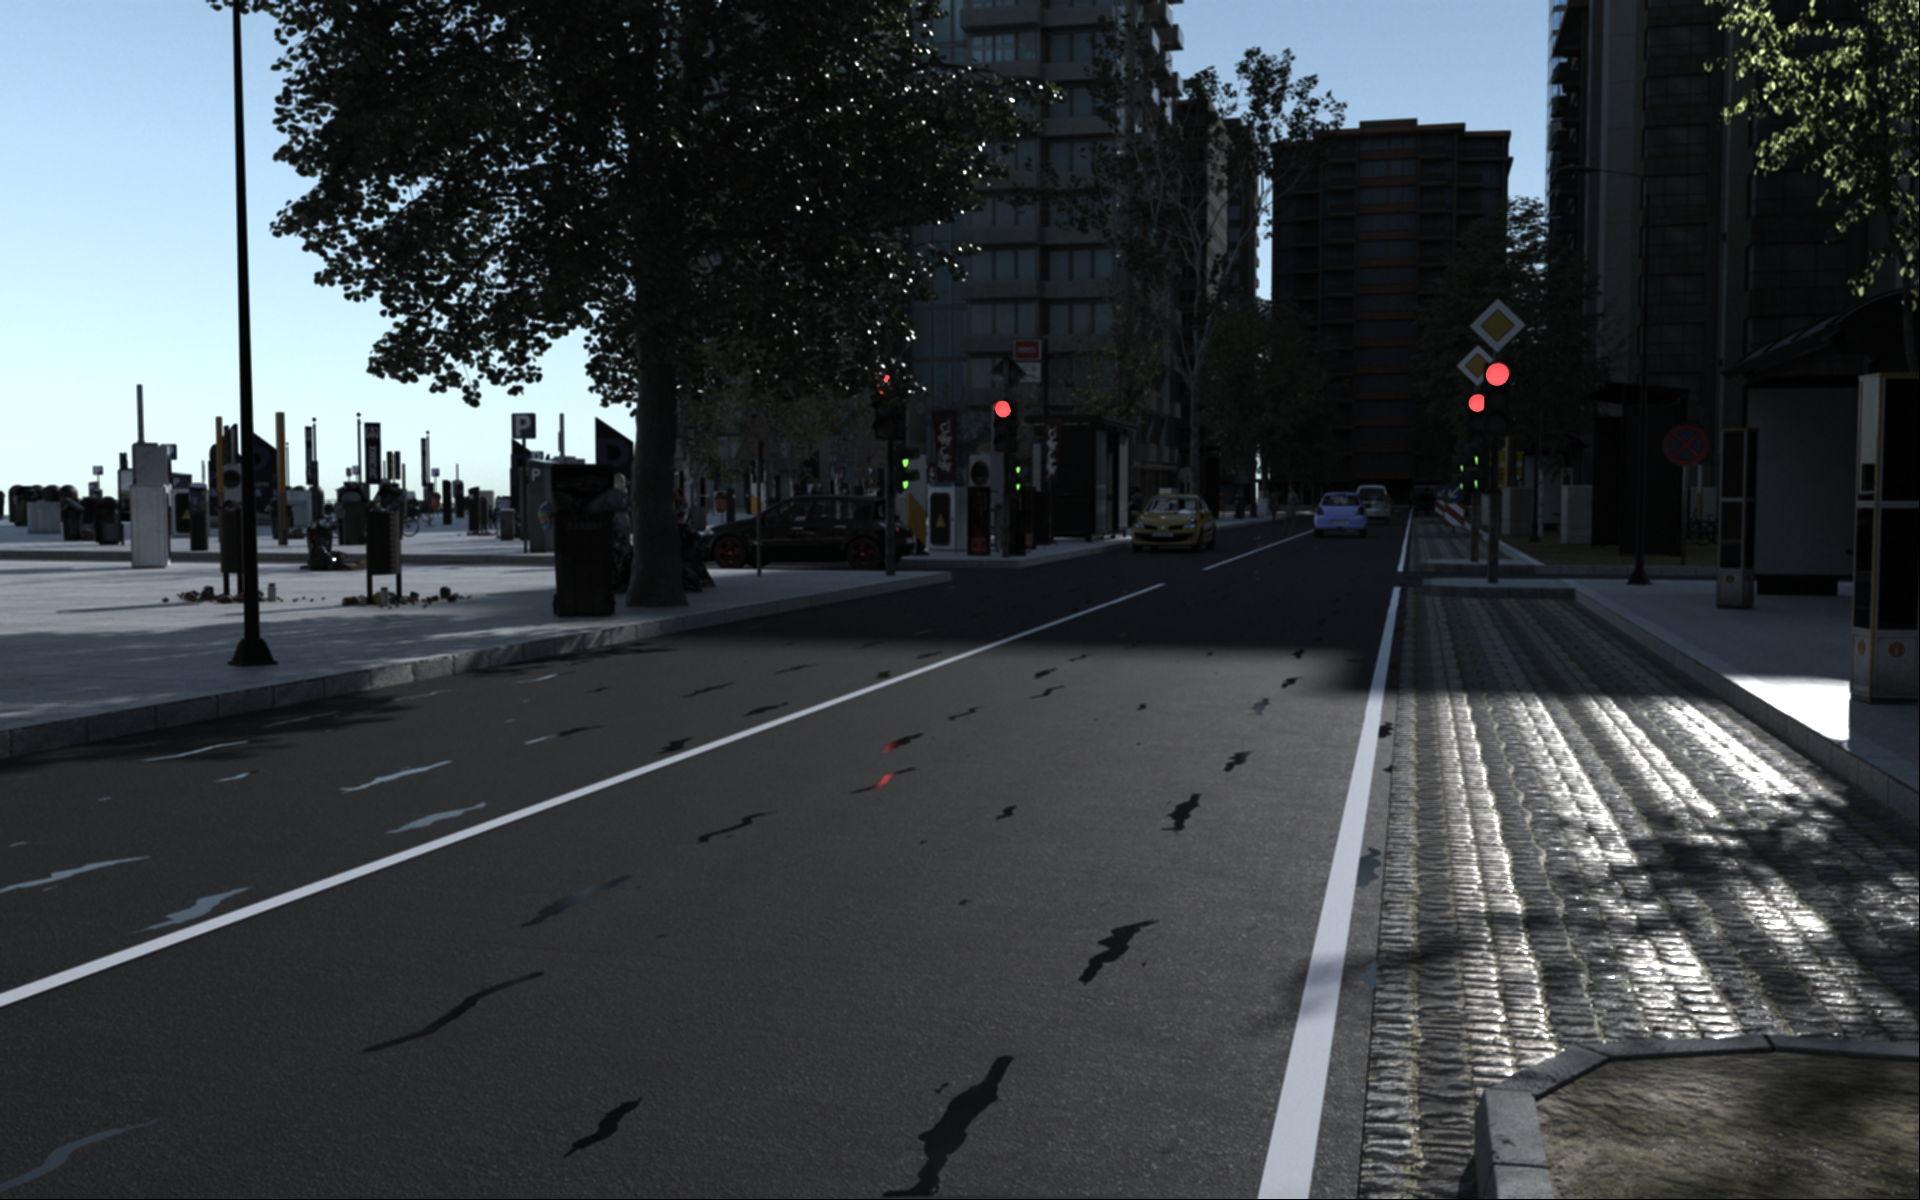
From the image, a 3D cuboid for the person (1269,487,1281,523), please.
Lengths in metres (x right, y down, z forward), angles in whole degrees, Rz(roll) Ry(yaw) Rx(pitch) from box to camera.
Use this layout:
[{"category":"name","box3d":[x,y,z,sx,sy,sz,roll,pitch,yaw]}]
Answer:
[{"category":"person","box3d":[15.329,-4.633,84.499,0.600,1.795,0.529,1,4,23]}]

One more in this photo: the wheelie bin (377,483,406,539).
[{"category":"wheelie bin","box3d":[-16.063,-2.506,48.883,0.693,1.594,0.980,1,4,18]}]

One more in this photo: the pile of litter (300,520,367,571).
[{"category":"pile of litter","box3d":[-10.668,-0.952,29.535,1.176,0.858,1.719,-1,4,-14]}]

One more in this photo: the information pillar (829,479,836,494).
[{"category":"information pillar","box3d":[-6.105,-4.825,83.386,0.304,2.012,0.304,1,4,16]}]

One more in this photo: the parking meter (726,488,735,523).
[{"category":"parking meter","box3d":[-9.498,-3.875,71.768,0.372,1.533,0.369,0,3,0]}]

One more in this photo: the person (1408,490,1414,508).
[{"category":"person","box3d":[46.448,-10.376,178.244,0.705,1.812,1.348,3,5,41]}]

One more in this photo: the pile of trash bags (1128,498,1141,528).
[{"category":"pile of trash bags","box3d":[6.235,-3.527,67.415,1.912,1.369,3.447,0,4,7]}]

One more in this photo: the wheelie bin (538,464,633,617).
[{"category":"wheelie bin","box3d":[-3.939,-0.633,18.254,0.980,1.594,0.693,-1,4,-13]}]

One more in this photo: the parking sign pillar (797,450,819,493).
[{"category":"parking sign pillar","box3d":[-9.229,-7.150,105.368,1.447,3.967,1.447,-3,4,-36]}]

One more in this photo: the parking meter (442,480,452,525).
[{"category":"parking meter","box3d":[-21.595,-4.112,72.938,0.255,1.863,0.399,0,4,4]}]

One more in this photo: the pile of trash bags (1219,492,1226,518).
[{"category":"pile of trash bags","box3d":[13.202,-5.154,94.013,1.912,1.369,3.447,-2,4,-32]}]

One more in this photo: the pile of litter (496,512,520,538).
[{"category":"pile of litter","box3d":[-12.947,-2.250,50.758,1.176,0.858,1.719,-2,4,-32]}]

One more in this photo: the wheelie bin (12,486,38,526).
[{"category":"wheelie bin","box3d":[-37.356,-3.755,69.303,0.693,1.594,0.980,1,4,16]}]

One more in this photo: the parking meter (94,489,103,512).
[{"category":"parking meter","box3d":[-40.531,-4.469,81.474,0.372,1.533,0.369,0,3,0]}]

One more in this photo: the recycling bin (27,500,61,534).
[{"category":"recycling bin","box3d":[-29.971,-2.698,56.668,0.722,1.027,0.722,1,4,17]}]

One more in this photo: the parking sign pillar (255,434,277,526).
[{"category":"parking sign pillar","box3d":[-28.656,-5.045,70.956,1.447,3.967,1.447,1,4,11]}]

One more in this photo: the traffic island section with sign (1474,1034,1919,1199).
[{"category":"traffic island section with sign","box3d":[1.963,0.343,3.019,1.989,1.847,2.006,1,4,15]}]

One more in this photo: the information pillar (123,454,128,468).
[{"category":"information pillar","box3d":[-48.559,-6.691,100.754,0.504,3.616,0.183,3,4,37]}]

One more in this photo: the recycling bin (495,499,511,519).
[{"category":"recycling bin","box3d":[-23.605,-4.721,89.746,0.722,1.027,0.722,1,4,14]}]

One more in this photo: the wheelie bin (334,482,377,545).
[{"category":"wheelie bin","box3d":[-15.371,-2.191,43.732,0.980,1.594,0.693,3,5,44]}]

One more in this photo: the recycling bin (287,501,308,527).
[{"category":"recycling bin","box3d":[-25.817,-3.353,67.382,0.722,1.027,0.722,-2,4,-29]}]

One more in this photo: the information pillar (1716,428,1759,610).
[{"category":"information pillar","box3d":[8.691,-0.910,19.368,0.304,2.012,0.304,-3,5,-43]}]

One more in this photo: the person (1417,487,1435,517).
[{"category":"person","box3d":[29.406,-6.175,109.089,1.348,1.869,0.705,-1,4,-18]}]

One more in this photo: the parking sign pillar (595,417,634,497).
[{"category":"parking sign pillar","box3d":[-12.031,-4.401,60.429,1.447,3.967,1.447,-1,4,-15]}]

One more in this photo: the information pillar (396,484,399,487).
[{"category":"information pillar","box3d":[-39.660,-7.189,122.033,0.304,2.012,0.304,-1,4,-9]}]

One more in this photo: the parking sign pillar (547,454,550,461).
[{"category":"parking sign pillar","box3d":[-27.883,-7.804,116.062,1.447,3.967,1.447,0,4,5]}]

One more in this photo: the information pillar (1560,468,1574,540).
[{"category":"information pillar","box3d":[17.061,-2.704,48.709,0.304,2.012,0.304,2,4,23]}]

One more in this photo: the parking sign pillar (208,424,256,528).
[{"category":"parking sign pillar","box3d":[-27.955,-4.727,65.764,1.447,3.967,1.447,1,4,11]}]

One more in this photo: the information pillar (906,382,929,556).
[{"category":"information pillar","box3d":[-0.900,-2.739,36.139,0.504,3.616,0.183,-3,5,-41]}]

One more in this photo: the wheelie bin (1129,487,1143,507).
[{"category":"wheelie bin","box3d":[7.280,-3.998,73.282,0.980,1.594,0.693,2,4,24]}]

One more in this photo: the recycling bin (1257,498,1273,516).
[{"category":"recycling bin","box3d":[18.327,-5.596,104.053,0.722,1.027,0.722,3,5,43]}]

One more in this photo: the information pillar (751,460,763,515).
[{"category":"information pillar","box3d":[-8.122,-4.770,69.336,0.504,3.616,0.183,0,4,0]}]

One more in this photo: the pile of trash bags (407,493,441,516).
[{"category":"pile of trash bags","box3d":[-31.596,-5.515,99.917,3.447,1.369,1.912,0,4,7]}]

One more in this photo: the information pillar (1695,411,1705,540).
[{"category":"information pillar","box3d":[20.776,-3.500,48.579,0.183,3.616,0.504,2,4,30]}]

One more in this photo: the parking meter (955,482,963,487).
[{"category":"parking meter","box3d":[-0.059,-5.004,87.521,0.399,1.863,0.255,3,5,41]}]

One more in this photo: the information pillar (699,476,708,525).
[{"category":"information pillar","box3d":[-10.621,-4.111,71.705,0.304,2.012,0.304,0,4,3]}]

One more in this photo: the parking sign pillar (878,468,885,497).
[{"category":"parking sign pillar","box3d":[-4.310,-6.759,98.979,1.447,3.967,1.447,1,4,12]}]

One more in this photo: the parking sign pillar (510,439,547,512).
[{"category":"parking sign pillar","box3d":[-21.119,-5.843,84.007,1.447,3.967,1.447,0,4,7]}]

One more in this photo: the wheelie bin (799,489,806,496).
[{"category":"wheelie bin","box3d":[-9.379,-5.723,101.486,0.980,1.594,0.693,-2,4,-31]}]

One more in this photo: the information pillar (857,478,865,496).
[{"category":"information pillar","box3d":[-4.664,-4.717,81.618,0.304,2.012,0.304,1,4,11]}]

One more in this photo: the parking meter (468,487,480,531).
[{"category":"parking meter","box3d":[-16.818,-3.152,59.948,0.372,1.533,0.369,0,3,0]}]

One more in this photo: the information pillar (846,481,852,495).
[{"category":"information pillar","box3d":[-6.182,-5.616,96.318,0.304,2.012,0.304,0,4,4]}]

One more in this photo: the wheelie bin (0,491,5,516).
[{"category":"wheelie bin","box3d":[-55.620,-5.636,100.048,0.693,1.594,0.980,0,4,-1]}]

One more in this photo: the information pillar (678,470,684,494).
[{"category":"information pillar","box3d":[-8.319,-2.914,52.137,0.304,2.012,0.304,0,4,-6]}]

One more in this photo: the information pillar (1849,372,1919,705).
[{"category":"information pillar","box3d":[5.708,-0.376,10.637,0.304,2.012,0.304,0,4,4]}]

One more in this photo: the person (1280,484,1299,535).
[{"category":"person","box3d":[11.450,-3.138,60.147,0.374,1.781,0.599,-2,4,-34]}]

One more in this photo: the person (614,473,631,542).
[{"category":"person","box3d":[-6.118,-1.363,30.974,0.537,1.800,0.526,1,4,20]}]

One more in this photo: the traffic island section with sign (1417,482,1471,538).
[{"category":"traffic island section with sign","box3d":[16.013,-2.932,56.564,1.989,1.847,2.006,1,4,15]}]

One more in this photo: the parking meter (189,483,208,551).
[{"category":"parking meter","box3d":[-17.255,-1.886,39.255,0.372,1.533,0.369,0,3,0]}]

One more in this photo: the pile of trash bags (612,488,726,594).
[{"category":"pile of trash bags","box3d":[-4.284,-0.865,23.896,1.912,1.369,3.447,0,4,1]}]
